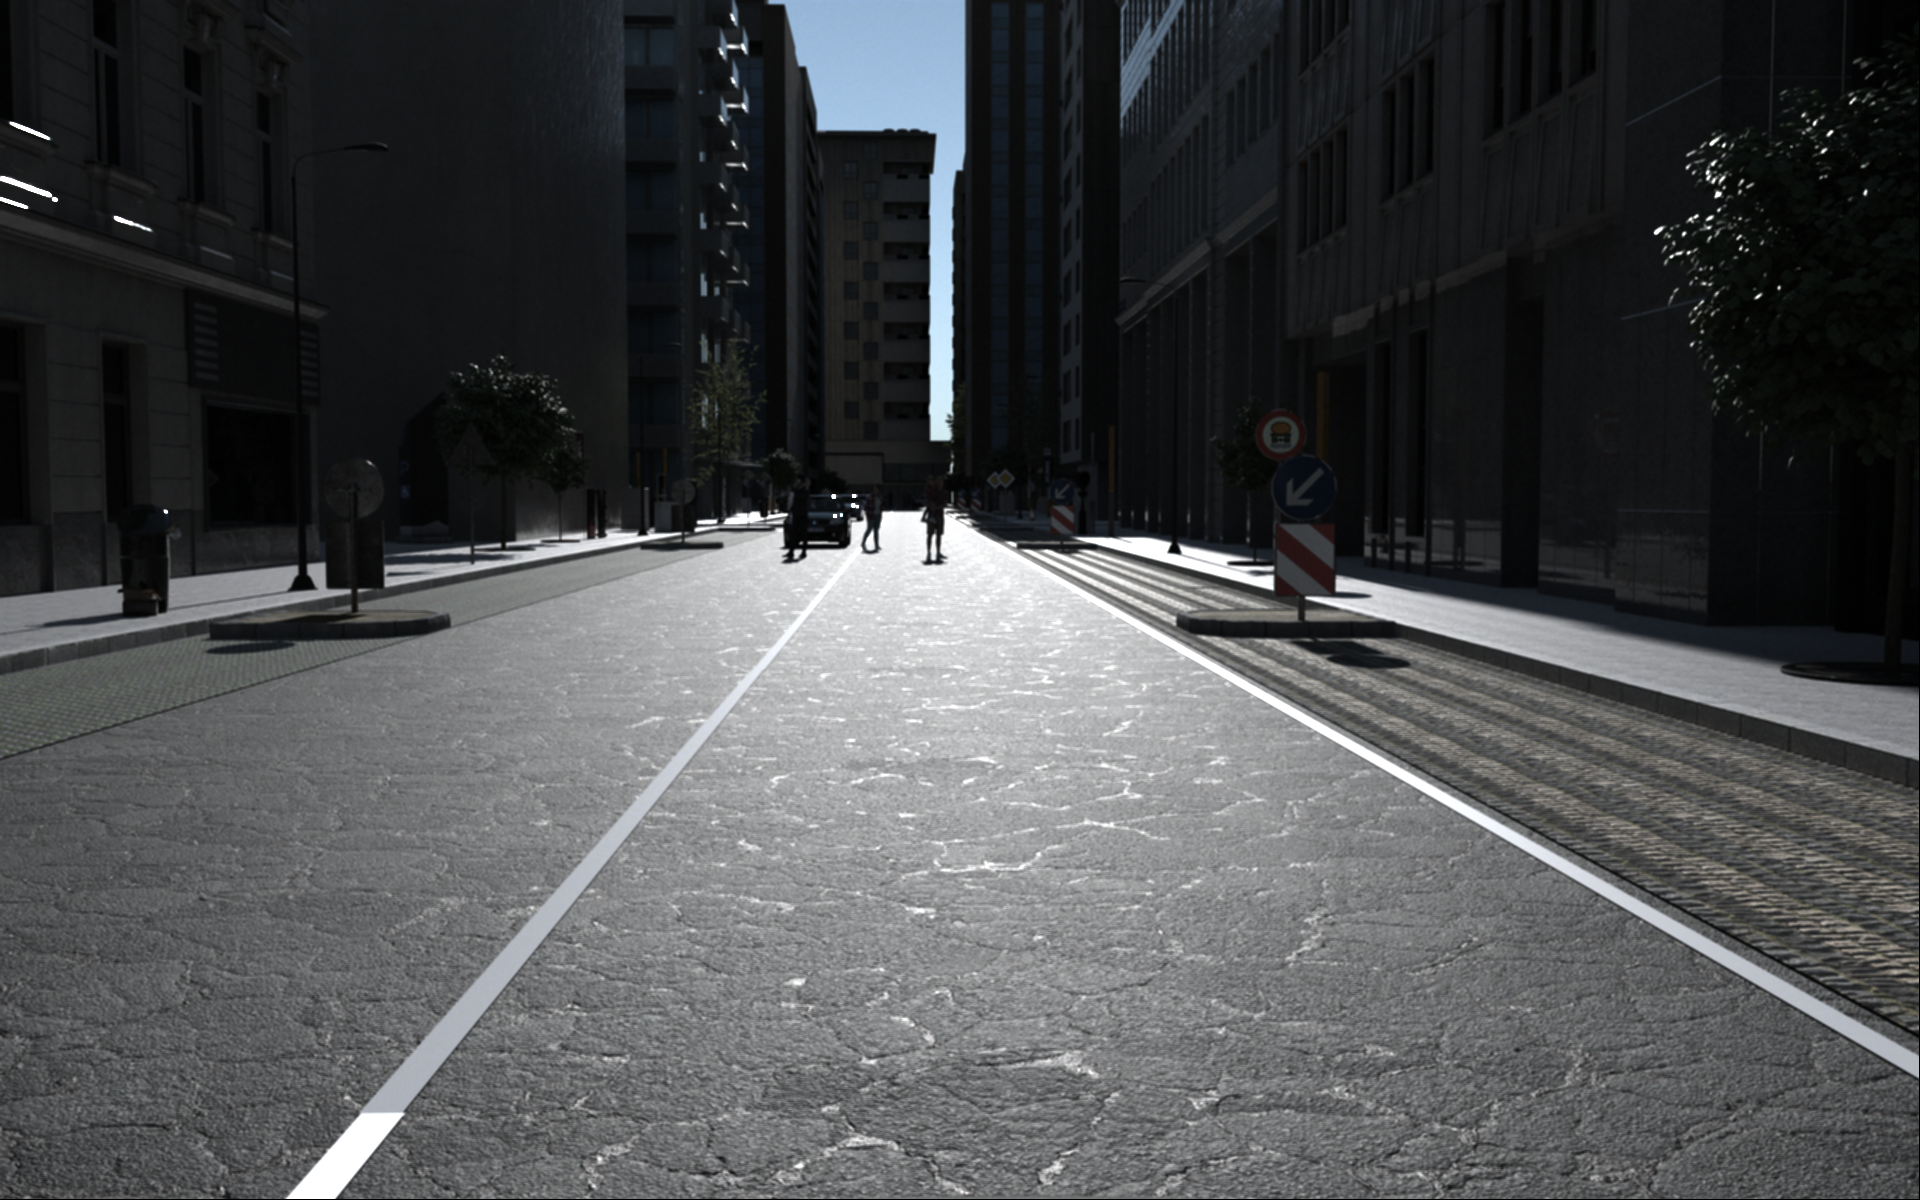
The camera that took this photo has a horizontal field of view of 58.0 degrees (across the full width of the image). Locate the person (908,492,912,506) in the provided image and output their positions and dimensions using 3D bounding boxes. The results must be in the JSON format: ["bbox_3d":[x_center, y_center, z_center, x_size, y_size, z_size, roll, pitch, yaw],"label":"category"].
[{"bbox_3d":[-6.018,-12.169,208.259,0.742,1.727,0.445,2,4,27],"label":"person"}]

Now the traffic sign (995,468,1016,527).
[{"bbox_3d":[1.782,-3.928,67.869,0.795,2.450,0.064,0,4,-2],"label":"traffic sign"}]

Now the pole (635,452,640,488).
[{"bbox_3d":[-15.541,-5.487,83.563,0.158,3.312,0.155,0,3,0],"label":"pole"}]

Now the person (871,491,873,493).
[{"bbox_3d":[-11.582,-13.370,227.089,0.705,1.826,1.348,0,4,-1],"label":"person"}]

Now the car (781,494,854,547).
[{"bbox_3d":[-3.931,-2.340,48.044,2.009,1.686,4.222,0,4,-2],"label":"car"}]

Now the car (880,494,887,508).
[{"bbox_3d":[-8.618,-10.482,180.423,2.155,1.783,4.494,0,4,-1],"label":"car"}]

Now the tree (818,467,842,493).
[{"bbox_3d":[-15.781,-13.670,207.225,4.285,4.588,4.351,0,3,0],"label":"tree"}]

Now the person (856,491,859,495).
[{"bbox_3d":[-9.435,-9.267,160.739,0.721,1.735,1.217,2,4,30],"label":"person"}]

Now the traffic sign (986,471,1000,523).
[{"bbox_3d":[1.537,-4.416,75.850,0.795,2.450,0.064,0,4,-2],"label":"traffic sign"}]

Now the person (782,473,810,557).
[{"bbox_3d":[-3.685,-1.923,39.298,0.474,1.900,0.648,-3,5,-42],"label":"person"}]

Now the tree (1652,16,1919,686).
[{"bbox_3d":[6.503,-1.733,12.053,4.285,4.588,4.351,0,3,0],"label":"tree"}]

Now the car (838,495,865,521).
[{"bbox_3d":[-6.110,-4.963,93.148,2.014,1.417,4.499,0,4,0],"label":"car"}]

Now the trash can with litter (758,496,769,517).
[{"bbox_3d":[-10.870,-5.155,95.667,0.624,1.170,1.055,0,4,-6],"label":"trash can with litter"}]

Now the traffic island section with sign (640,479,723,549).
[{"bbox_3d":[-7.276,-2.258,45.552,1.989,1.847,2.006,0,4,-2],"label":"traffic island section with sign"}]

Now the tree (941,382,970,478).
[{"bbox_3d":[1.851,-14.639,157.467,7.486,12.596,7.792,0,3,0],"label":"tree"}]

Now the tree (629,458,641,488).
[{"bbox_3d":[-15.338,-5.083,77.707,1.663,3.219,1.824,0,3,0],"label":"tree"}]

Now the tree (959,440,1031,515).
[{"bbox_3d":[2.897,-7.861,112.248,4.285,4.588,4.351,0,3,0],"label":"tree"}]

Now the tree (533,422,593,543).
[{"bbox_3d":[-10.541,-3.152,46.133,1.663,3.219,1.824,0,3,0],"label":"tree"}]

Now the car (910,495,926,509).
[{"bbox_3d":[-3.822,-9.426,166.700,1.945,1.354,3.894,0,4,-3],"label":"car"}]

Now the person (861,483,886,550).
[{"bbox_3d":[-2.228,-2.162,44.680,0.563,1.720,0.643,-3,5,-41],"label":"person"}]

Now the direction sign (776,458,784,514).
[{"bbox_3d":[-11.587,-7.252,110.568,0.379,3.537,0.876,0,4,-8],"label":"direction sign"}]

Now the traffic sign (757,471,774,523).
[{"bbox_3d":[-8.504,-4.399,75.563,0.795,2.450,0.064,0,4,-2],"label":"traffic sign"}]

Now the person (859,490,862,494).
[{"bbox_3d":[-10.048,-10.106,173.672,0.705,1.831,1.348,2,4,27],"label":"person"}]

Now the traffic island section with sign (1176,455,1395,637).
[{"bbox_3d":[3.338,-0.587,18.221,1.989,1.847,2.006,0,4,-2],"label":"traffic island section with sign"}]

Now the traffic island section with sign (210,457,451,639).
[{"bbox_3d":[-6.438,-0.575,18.026,1.989,1.847,2.006,0,4,-2],"label":"traffic island section with sign"}]

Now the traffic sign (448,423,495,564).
[{"bbox_3d":[-8.917,-1.934,31.619,0.884,2.594,0.081,0,4,5],"label":"traffic sign"}]

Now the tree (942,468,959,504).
[{"bbox_3d":[0.670,-11.557,172.676,4.285,4.588,4.351,0,3,0],"label":"tree"}]

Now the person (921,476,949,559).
[{"bbox_3d":[-0.580,-1.830,38.401,0.573,1.828,0.580,2,4,34],"label":"person"}]

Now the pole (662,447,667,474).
[{"bbox_3d":[-12.906,-5.012,75.785,0.158,3.312,0.155,0,3,0],"label":"pole"}]

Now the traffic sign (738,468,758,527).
[{"bbox_3d":[-8.259,-3.911,67.582,0.795,2.450,0.064,0,4,-2],"label":"traffic sign"}]

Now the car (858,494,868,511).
[{"bbox_3d":[-7.182,-7.126,128.520,2.014,1.417,4.499,0,4,0],"label":"car"}]

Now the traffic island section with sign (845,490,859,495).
[{"bbox_3d":[-11.331,-10.326,177.451,1.989,1.847,2.006,0,4,-2],"label":"traffic island section with sign"}]

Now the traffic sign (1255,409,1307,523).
[{"bbox_3d":[4.818,-1.589,26.092,0.768,2.556,0.104,0,4,4],"label":"traffic sign"}]

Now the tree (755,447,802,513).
[{"bbox_3d":[-12.522,-8.310,119.575,4.285,4.588,4.351,0,3,0],"label":"tree"}]

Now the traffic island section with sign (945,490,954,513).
[{"bbox_3d":[-0.036,-7.309,128.129,1.989,1.847,2.006,0,4,-2],"label":"traffic island section with sign"}]

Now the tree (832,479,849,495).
[{"bbox_3d":[-15.224,-14.148,225.926,1.663,3.219,1.824,0,3,0],"label":"tree"}]

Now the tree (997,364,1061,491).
[{"bbox_3d":[4.328,-9.080,98.816,4.737,8.622,4.395,0,3,0],"label":"tree"}]

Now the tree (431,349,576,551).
[{"bbox_3d":[-10.407,-3.405,39.381,4.285,4.588,4.351,0,3,0],"label":"tree"}]

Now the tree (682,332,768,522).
[{"bbox_3d":[-10.851,-7.890,79.370,4.360,8.622,3.978,0,3,0],"label":"tree"}]

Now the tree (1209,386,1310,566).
[{"bbox_3d":[5.241,-2.250,31.388,1.663,3.219,1.824,0,3,0],"label":"tree"}]

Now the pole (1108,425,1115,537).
[{"bbox_3d":[4.509,-3.528,51.529,0.158,3.312,0.155,0,3,0],"label":"pole"}]

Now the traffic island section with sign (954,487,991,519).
[{"bbox_3d":[0.795,-5.648,100.972,1.989,1.847,2.006,0,4,-2],"label":"traffic island section with sign"}]

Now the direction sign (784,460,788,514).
[{"bbox_3d":[-11.551,-7.472,114.170,0.379,3.537,0.876,0,4,3],"label":"direction sign"}]

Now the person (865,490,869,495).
[{"bbox_3d":[-8.906,-9.629,166.077,1.348,1.807,0.705,-2,4,-27],"label":"person"}]

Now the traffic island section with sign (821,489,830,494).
[{"bbox_3d":[-9.782,-7.250,127.169,1.989,1.847,2.006,0,4,-2],"label":"traffic island section with sign"}]

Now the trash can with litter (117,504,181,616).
[{"bbox_3d":[-8.705,-0.440,18.589,0.624,1.170,1.055,-1,4,-23],"label":"trash can with litter"}]

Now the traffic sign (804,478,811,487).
[{"bbox_3d":[-12.024,-8.254,135.057,0.768,2.556,0.104,0,4,1],"label":"traffic sign"}]

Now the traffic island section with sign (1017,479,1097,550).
[{"bbox_3d":[2.501,-2.245,45.337,1.989,1.847,2.006,0,4,-2],"label":"traffic island section with sign"}]

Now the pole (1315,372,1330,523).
[{"bbox_3d":[6.067,-2.150,28.989,0.158,3.312,0.155,0,3,0],"label":"pole"}]

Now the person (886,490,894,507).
[{"bbox_3d":[-7.700,-11.160,190.930,1.348,1.831,0.705,3,5,39],"label":"person"}]

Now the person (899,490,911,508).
[{"bbox_3d":[-5.673,-10.415,178.865,1.350,1.814,0.705,0,4,-1],"label":"person"}]

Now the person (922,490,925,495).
[{"bbox_3d":[-4.056,-10.862,185.955,0.599,1.838,0.709,0,4,1],"label":"person"}]
